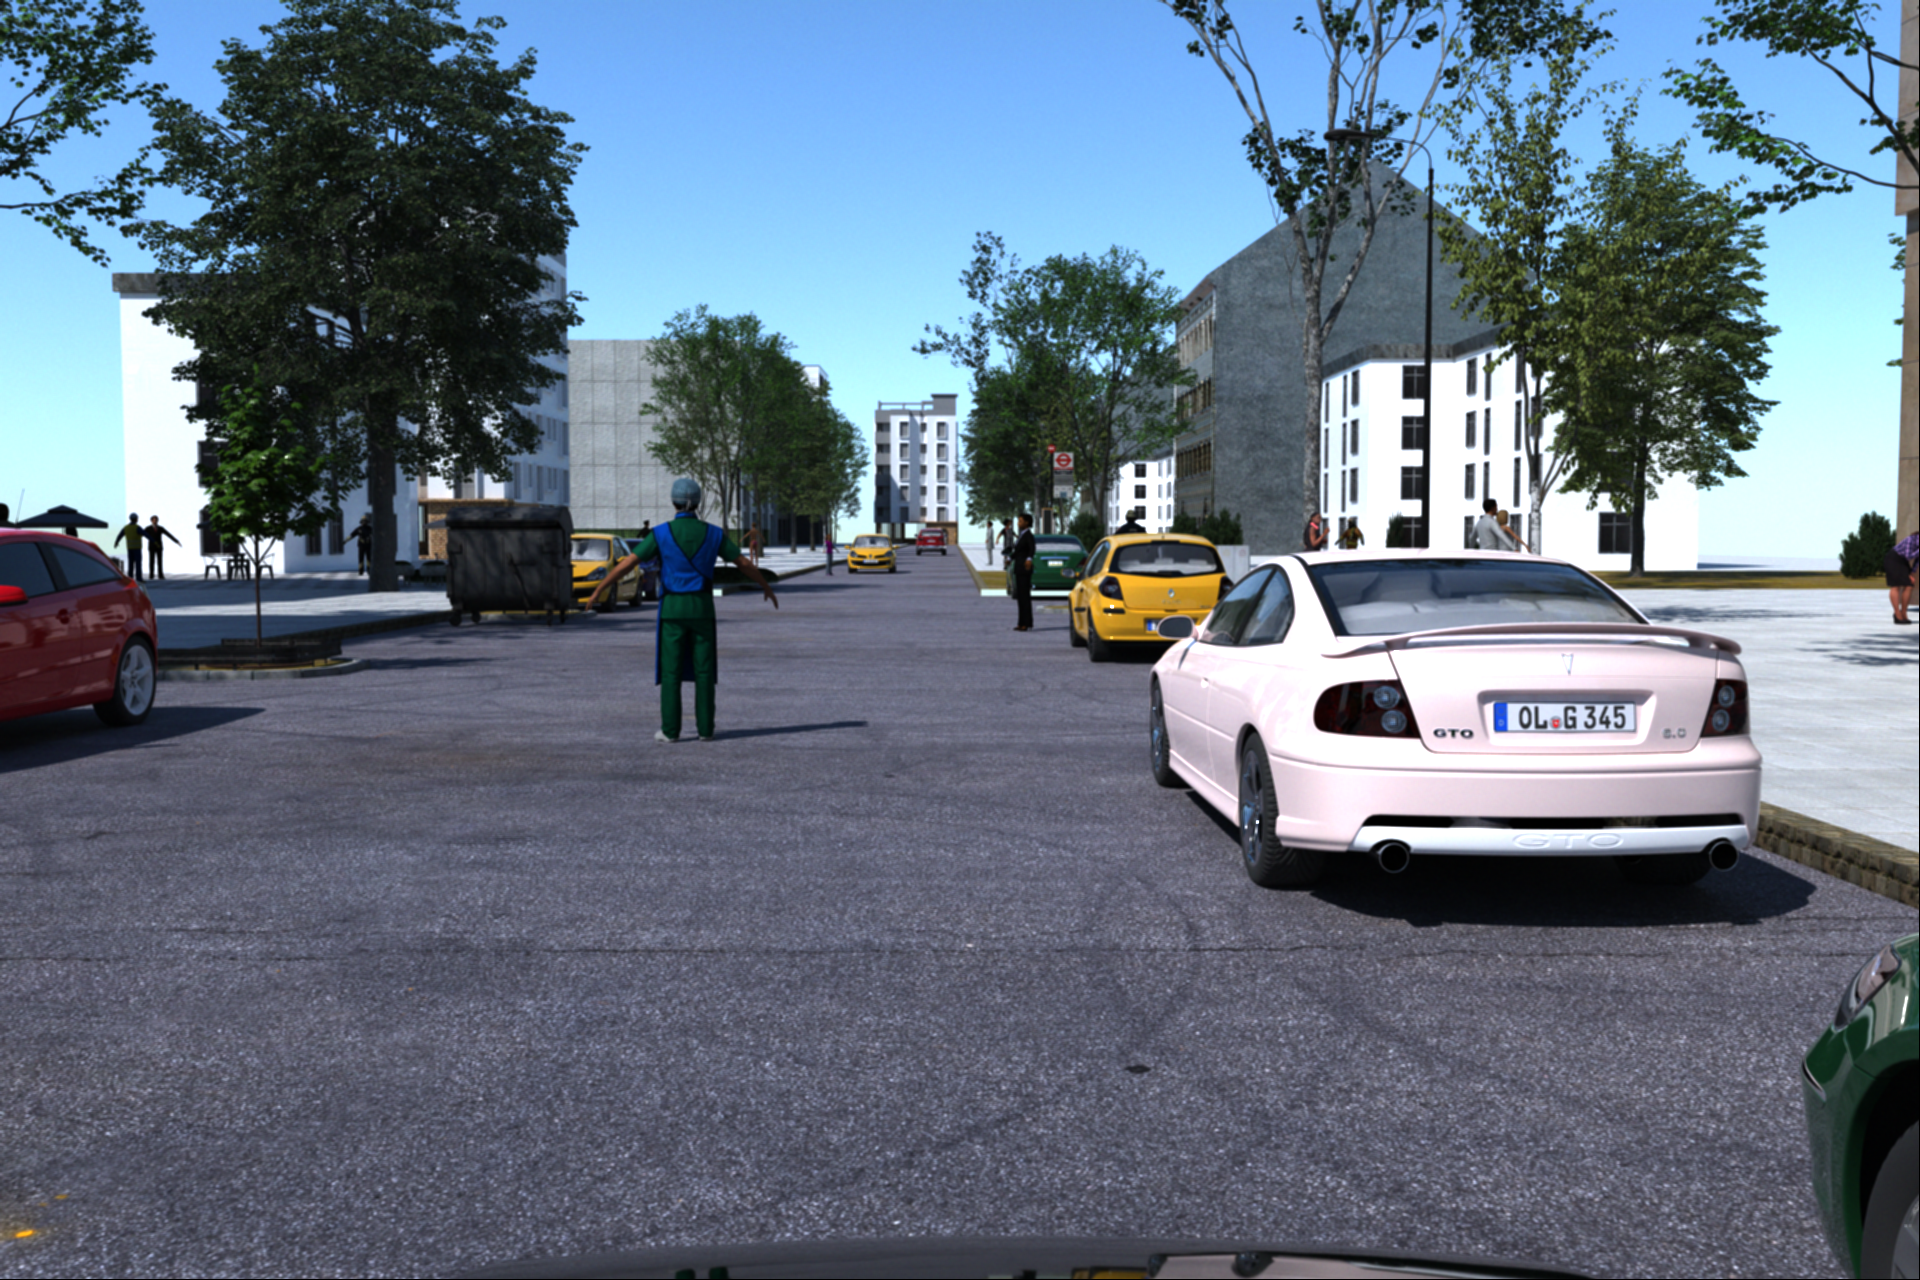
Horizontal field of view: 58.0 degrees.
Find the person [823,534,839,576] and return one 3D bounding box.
[{"bbox_3d":[-4.471,-2.950,59.958,0.599,1.433,0.991,2,4,27],"label":"person"}]

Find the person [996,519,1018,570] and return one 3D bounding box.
[{"bbox_3d":[1.729,-3.390,61.565,1.345,1.843,0.704,-3,5,-42],"label":"person"}]

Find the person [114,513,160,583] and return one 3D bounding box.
[{"bbox_3d":[-21.596,-2.409,45.355,1.349,1.833,0.705,1,4,12],"label":"person"}]

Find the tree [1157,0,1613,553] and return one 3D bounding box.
[{"bbox_3d":[9.200,-11.097,37.324,12.611,20.169,13.585,0,3,0],"label":"tree"}]

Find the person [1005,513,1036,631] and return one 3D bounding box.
[{"bbox_3d":[0.875,-1.005,25.613,0.721,1.740,1.216,-1,4,-13],"label":"person"}]

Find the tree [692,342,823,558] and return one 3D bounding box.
[{"bbox_3d":[-11.004,-10.281,93.842,9.928,11.665,9.643,0,3,0],"label":"tree"}]

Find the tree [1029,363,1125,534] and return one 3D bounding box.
[{"bbox_3d":[4.816,-7.645,75.353,4.737,8.622,4.395,0,3,0],"label":"tree"}]

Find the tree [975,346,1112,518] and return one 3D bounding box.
[{"bbox_3d":[4.607,-10.405,95.880,9.928,11.665,9.643,0,3,0],"label":"tree"}]

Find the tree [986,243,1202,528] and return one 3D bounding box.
[{"bbox_3d":[5.023,-8.423,63.464,9.928,11.665,9.643,0,3,0],"label":"tree"}]

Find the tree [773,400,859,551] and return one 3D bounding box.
[{"bbox_3d":[-11.179,-12.465,129.551,9.928,11.665,9.643,0,3,0],"label":"tree"}]

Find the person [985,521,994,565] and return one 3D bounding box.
[{"bbox_3d":[1.200,-3.982,71.289,0.705,1.806,1.347,0,4,4],"label":"person"}]

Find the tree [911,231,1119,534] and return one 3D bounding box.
[{"bbox_3d":[3.788,-15.492,109.188,12.611,20.169,13.585,0,3,0],"label":"tree"}]

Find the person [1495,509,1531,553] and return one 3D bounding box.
[{"bbox_3d":[10.488,-1.629,33.251,0.721,1.753,1.214,-2,4,-26],"label":"person"}]

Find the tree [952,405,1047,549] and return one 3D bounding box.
[{"bbox_3d":[4.357,-14.344,144.889,12.009,13.543,11.850,0,3,0],"label":"tree"}]

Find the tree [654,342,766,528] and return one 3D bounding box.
[{"bbox_3d":[-10.073,-7.113,66.657,4.360,8.622,3.978,0,3,0],"label":"tree"}]

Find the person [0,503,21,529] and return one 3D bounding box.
[{"bbox_3d":[-14.326,-1.170,25.893,1.215,1.744,0.721,-3,5,-40],"label":"person"}]

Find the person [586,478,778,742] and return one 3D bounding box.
[{"bbox_3d":[-1.900,-0.209,12.001,1.347,1.817,0.704,-1,4,-20],"label":"person"}]

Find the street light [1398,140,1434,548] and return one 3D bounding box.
[{"bbox_3d":[5.947,-2.904,20.022,1.470,5.913,1.316,0,4,-1],"label":"street light"}]

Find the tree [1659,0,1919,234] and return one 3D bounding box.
[{"bbox_3d":[8.604,-5.372,13.588,9.928,11.665,9.643,0,3,0],"label":"tree"}]

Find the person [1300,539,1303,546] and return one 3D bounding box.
[{"bbox_3d":[15.152,-4.034,75.220,0.991,1.433,0.599,-2,4,-27],"label":"person"}]

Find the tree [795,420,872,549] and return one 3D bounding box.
[{"bbox_3d":[-11.031,-13.465,145.910,9.928,11.665,9.643,0,3,0],"label":"tree"}]

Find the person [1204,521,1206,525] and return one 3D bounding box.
[{"bbox_3d":[9.867,-3.867,69.076,0.705,1.847,1.347,0,4,7],"label":"person"}]

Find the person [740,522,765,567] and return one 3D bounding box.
[{"bbox_3d":[-8.062,-3.702,67.325,1.217,1.733,0.721,-3,5,-41],"label":"person"}]

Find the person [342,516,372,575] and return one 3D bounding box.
[{"bbox_3d":[-18.488,-2.938,53.813,1.354,1.856,0.705,-1,4,-21],"label":"person"}]

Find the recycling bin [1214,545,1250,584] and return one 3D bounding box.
[{"bbox_3d":[6.092,-1.607,38.826,0.722,1.027,0.722,0,4,0],"label":"recycling bin"}]

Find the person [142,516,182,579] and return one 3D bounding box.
[{"bbox_3d":[-22.913,-2.640,49.343,1.347,1.806,0.705,-2,4,-35],"label":"person"}]

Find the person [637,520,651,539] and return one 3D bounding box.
[{"bbox_3d":[-12.326,-3.812,68.257,1.347,1.837,0.705,2,4,35],"label":"person"}]

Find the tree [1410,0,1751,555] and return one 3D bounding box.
[{"bbox_3d":[8.357,-4.524,24.330,4.737,8.622,4.395,0,3,0],"label":"tree"}]

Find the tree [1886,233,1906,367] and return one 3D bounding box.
[{"bbox_3d":[25.902,-7.524,41.150,7.486,12.596,7.792,0,3,0],"label":"tree"}]

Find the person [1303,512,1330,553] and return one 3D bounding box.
[{"bbox_3d":[5.911,-1.289,28.591,0.415,1.643,0.593,-3,5,-42],"label":"person"}]

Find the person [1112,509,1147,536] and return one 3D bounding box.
[{"bbox_3d":[3.919,-2.081,39.889,1.351,1.845,0.704,-1,4,-14],"label":"person"}]

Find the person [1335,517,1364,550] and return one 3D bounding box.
[{"bbox_3d":[13.022,-3.175,57.684,0.705,1.858,1.354,-2,4,-30],"label":"person"}]

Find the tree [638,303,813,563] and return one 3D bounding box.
[{"bbox_3d":[-10.447,-9.275,77.399,9.928,11.665,9.643,0,3,0],"label":"tree"}]

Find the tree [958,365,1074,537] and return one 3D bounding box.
[{"bbox_3d":[4.714,-13.665,130.079,9.857,13.997,8.962,0,3,0],"label":"tree"}]

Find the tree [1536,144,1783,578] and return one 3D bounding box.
[{"bbox_3d":[20.432,-8.134,51.111,7.486,12.596,7.792,0,3,0],"label":"tree"}]

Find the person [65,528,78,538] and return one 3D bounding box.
[{"bbox_3d":[-23.278,-2.402,45.494,0.704,1.802,1.346,-1,4,-18],"label":"person"}]

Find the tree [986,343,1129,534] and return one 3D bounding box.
[{"bbox_3d":[4.750,-9.199,84.822,7.601,10.594,8.767,0,4,5],"label":"tree"}]

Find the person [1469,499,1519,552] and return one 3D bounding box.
[{"bbox_3d":[8.002,-1.220,26.109,0.704,1.810,1.344,-1,4,-16],"label":"person"}]

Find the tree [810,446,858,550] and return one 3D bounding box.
[{"bbox_3d":[-10.882,-11.398,136.720,4.360,8.622,3.978,0,3,0],"label":"tree"}]

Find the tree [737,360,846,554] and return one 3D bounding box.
[{"bbox_3d":[-11.256,-11.964,113.740,7.486,12.596,7.792,0,3,0],"label":"tree"}]

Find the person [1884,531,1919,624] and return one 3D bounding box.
[{"bbox_3d":[13.455,-0.933,24.524,0.421,1.427,0.697,-2,4,-26],"label":"person"}]
